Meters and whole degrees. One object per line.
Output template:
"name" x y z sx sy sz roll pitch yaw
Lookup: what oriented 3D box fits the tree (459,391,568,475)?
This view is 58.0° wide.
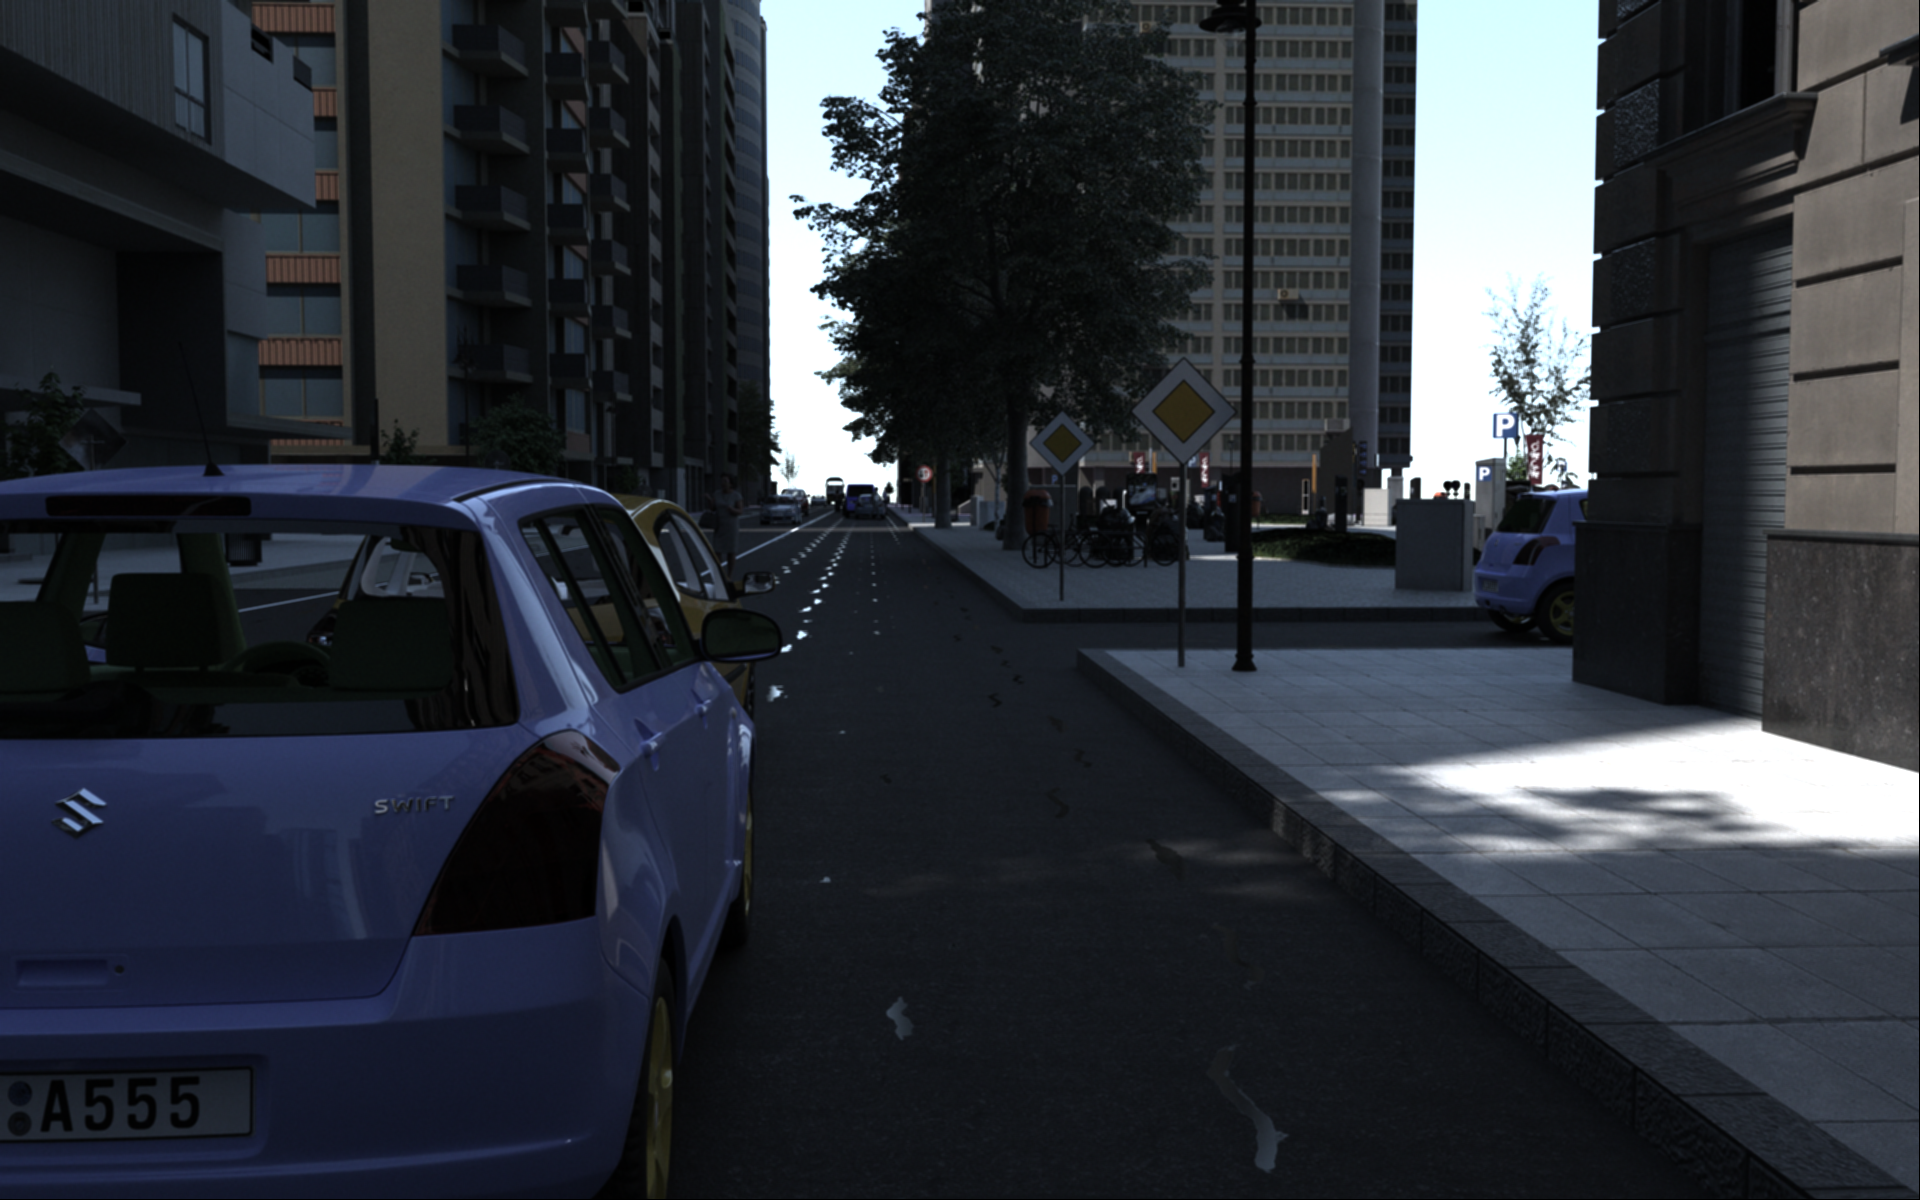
"tree" -14.176 -4.372 55.191 4.285 4.588 4.351 0 3 0

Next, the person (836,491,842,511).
"person" -10.026 -8.193 143.258 0.445 1.727 0.742 1 4 22

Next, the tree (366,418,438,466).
"tree" -14.314 -3.029 44.124 1.663 3.219 1.824 0 3 0

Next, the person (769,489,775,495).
"person" -13.012 -6.742 119.186 0.568 1.767 0.683 -2 4 -29

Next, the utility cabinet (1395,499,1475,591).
"utility cabinet" 6.377 -0.741 23.284 0.306 1.237 1.020 -3 5 -44

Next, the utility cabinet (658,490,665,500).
"utility cabinet" -15.301 -4.899 88.775 0.318 1.500 1.173 0 4 -7

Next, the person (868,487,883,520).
"person" -4.637 -5.259 94.591 0.850 1.850 0.679 1 4 11

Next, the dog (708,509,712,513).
"dog" -13.251 -4.548 91.195 0.513 0.831 0.800 -1 4 -21

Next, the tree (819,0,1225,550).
"tree" 1.199 -8.126 39.522 9.857 13.997 8.962 0 3 0

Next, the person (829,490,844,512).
"person" -9.583 -7.678 134.745 1.217 1.736 0.721 -1 4 -16

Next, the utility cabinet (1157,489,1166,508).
"utility cabinet" 8.033 -3.744 69.888 0.318 1.500 1.173 0 4 -6

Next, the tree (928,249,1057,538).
"tree" 1.048 -6.097 50.045 4.360 8.622 3.978 0 3 0

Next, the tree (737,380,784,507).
"tree" -21.187 -15.489 171.374 7.486 12.596 7.792 0 3 0

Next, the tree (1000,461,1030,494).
"tree" 2.660 -5.729 88.273 1.663 3.219 1.824 0 3 0

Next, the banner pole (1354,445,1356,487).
"banner pole" 17.399 -5.345 77.412 0.401 3.779 0.863 -3 5 -41

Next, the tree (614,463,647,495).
"tree" -17.914 -6.019 93.008 1.663 3.219 1.824 0 3 0

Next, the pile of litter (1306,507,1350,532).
"pile of litter" 12.179 -2.659 57.439 1.719 0.858 1.176 -1 4 -11

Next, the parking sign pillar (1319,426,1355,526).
"parking sign pillar" 15.056 -4.938 69.207 1.447 3.967 1.447 2 4 26

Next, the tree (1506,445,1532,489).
"tree" 21.734 -4.477 67.792 1.663 3.219 1.824 0 3 0

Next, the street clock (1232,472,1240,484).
"street clock" 9.065 -3.158 56.200 0.471 2.002 0.358 -1 4 -15

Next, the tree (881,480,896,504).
"tree" -10.282 -15.718 251.595 1.663 3.219 1.824 0 3 0

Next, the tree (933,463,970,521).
"tree" -0.620 -5.457 83.827 1.663 3.219 1.824 0 3 0

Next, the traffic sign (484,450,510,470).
"traffic sign" -13.396 -3.060 50.139 0.768 2.556 0.104 0 4 -1

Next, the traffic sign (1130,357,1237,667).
"traffic sign" 1.643 -0.561 12.811 0.795 2.450 0.064 0 4 -3

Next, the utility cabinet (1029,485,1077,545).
"utility cabinet" 2.297 -2.101 43.034 1.173 1.500 0.318 0 3 0

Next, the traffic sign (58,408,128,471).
"traffic sign" -10.107 -1.013 20.211 0.795 2.450 0.064 0 4 -3

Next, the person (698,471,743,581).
"person" -3.744 -1.103 26.899 0.716 1.782 0.532 1 4 13

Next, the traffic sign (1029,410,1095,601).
"traffic sign" 1.222 -1.049 20.786 0.795 2.450 0.064 0 4 -3

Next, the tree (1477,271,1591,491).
"tree" 18.974 -6.526 57.055 4.360 8.622 3.978 0 3 0

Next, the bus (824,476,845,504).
"bus" -17.734 -15.542 245.653 2.896 3.916 12.252 0 4 -4

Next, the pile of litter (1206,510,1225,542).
"pile of litter" 7.231 -2.019 46.972 1.176 0.858 1.719 2 4 32

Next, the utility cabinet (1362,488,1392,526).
"utility cabinet" 16.616 -3.691 69.026 1.173 1.500 0.318 3 5 43

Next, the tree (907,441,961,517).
"tree" -1.153 -6.919 96.834 4.285 4.588 4.351 0 3 0

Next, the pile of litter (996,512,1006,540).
"pile of litter" 1.661 -2.107 48.414 1.176 0.858 1.719 3 5 41

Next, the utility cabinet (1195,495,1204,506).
"utility cabinet" 12.656 -4.916 91.532 0.306 1.237 1.020 -1 4 -8

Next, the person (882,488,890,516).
"person" -4.816 -6.475 114.230 0.599 1.838 0.709 1 4 22

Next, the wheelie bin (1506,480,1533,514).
"wheelie bin" 12.490 -1.894 38.867 0.980 1.594 0.693 1 4 12

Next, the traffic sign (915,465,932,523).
"traffic sign" -1.589 -4.651 76.147 0.768 2.556 0.104 0 4 5

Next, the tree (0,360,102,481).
"tree" -13.038 -1.869 25.159 1.663 3.219 1.824 0 3 0

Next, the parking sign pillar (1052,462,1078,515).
"parking sign pillar" 4.681 -5.427 77.204 1.447 3.967 1.447 -3 5 -42

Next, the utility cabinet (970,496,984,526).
"utility cabinet" 0.706 -3.657 70.953 0.306 1.237 1.020 1 4 17

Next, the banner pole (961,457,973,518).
"banner pole" 0.421 -6.306 93.127 0.863 3.779 0.401 1 4 15

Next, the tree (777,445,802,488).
"tree" -24.727 -18.421 251.539 4.360 8.622 3.978 0 3 0
